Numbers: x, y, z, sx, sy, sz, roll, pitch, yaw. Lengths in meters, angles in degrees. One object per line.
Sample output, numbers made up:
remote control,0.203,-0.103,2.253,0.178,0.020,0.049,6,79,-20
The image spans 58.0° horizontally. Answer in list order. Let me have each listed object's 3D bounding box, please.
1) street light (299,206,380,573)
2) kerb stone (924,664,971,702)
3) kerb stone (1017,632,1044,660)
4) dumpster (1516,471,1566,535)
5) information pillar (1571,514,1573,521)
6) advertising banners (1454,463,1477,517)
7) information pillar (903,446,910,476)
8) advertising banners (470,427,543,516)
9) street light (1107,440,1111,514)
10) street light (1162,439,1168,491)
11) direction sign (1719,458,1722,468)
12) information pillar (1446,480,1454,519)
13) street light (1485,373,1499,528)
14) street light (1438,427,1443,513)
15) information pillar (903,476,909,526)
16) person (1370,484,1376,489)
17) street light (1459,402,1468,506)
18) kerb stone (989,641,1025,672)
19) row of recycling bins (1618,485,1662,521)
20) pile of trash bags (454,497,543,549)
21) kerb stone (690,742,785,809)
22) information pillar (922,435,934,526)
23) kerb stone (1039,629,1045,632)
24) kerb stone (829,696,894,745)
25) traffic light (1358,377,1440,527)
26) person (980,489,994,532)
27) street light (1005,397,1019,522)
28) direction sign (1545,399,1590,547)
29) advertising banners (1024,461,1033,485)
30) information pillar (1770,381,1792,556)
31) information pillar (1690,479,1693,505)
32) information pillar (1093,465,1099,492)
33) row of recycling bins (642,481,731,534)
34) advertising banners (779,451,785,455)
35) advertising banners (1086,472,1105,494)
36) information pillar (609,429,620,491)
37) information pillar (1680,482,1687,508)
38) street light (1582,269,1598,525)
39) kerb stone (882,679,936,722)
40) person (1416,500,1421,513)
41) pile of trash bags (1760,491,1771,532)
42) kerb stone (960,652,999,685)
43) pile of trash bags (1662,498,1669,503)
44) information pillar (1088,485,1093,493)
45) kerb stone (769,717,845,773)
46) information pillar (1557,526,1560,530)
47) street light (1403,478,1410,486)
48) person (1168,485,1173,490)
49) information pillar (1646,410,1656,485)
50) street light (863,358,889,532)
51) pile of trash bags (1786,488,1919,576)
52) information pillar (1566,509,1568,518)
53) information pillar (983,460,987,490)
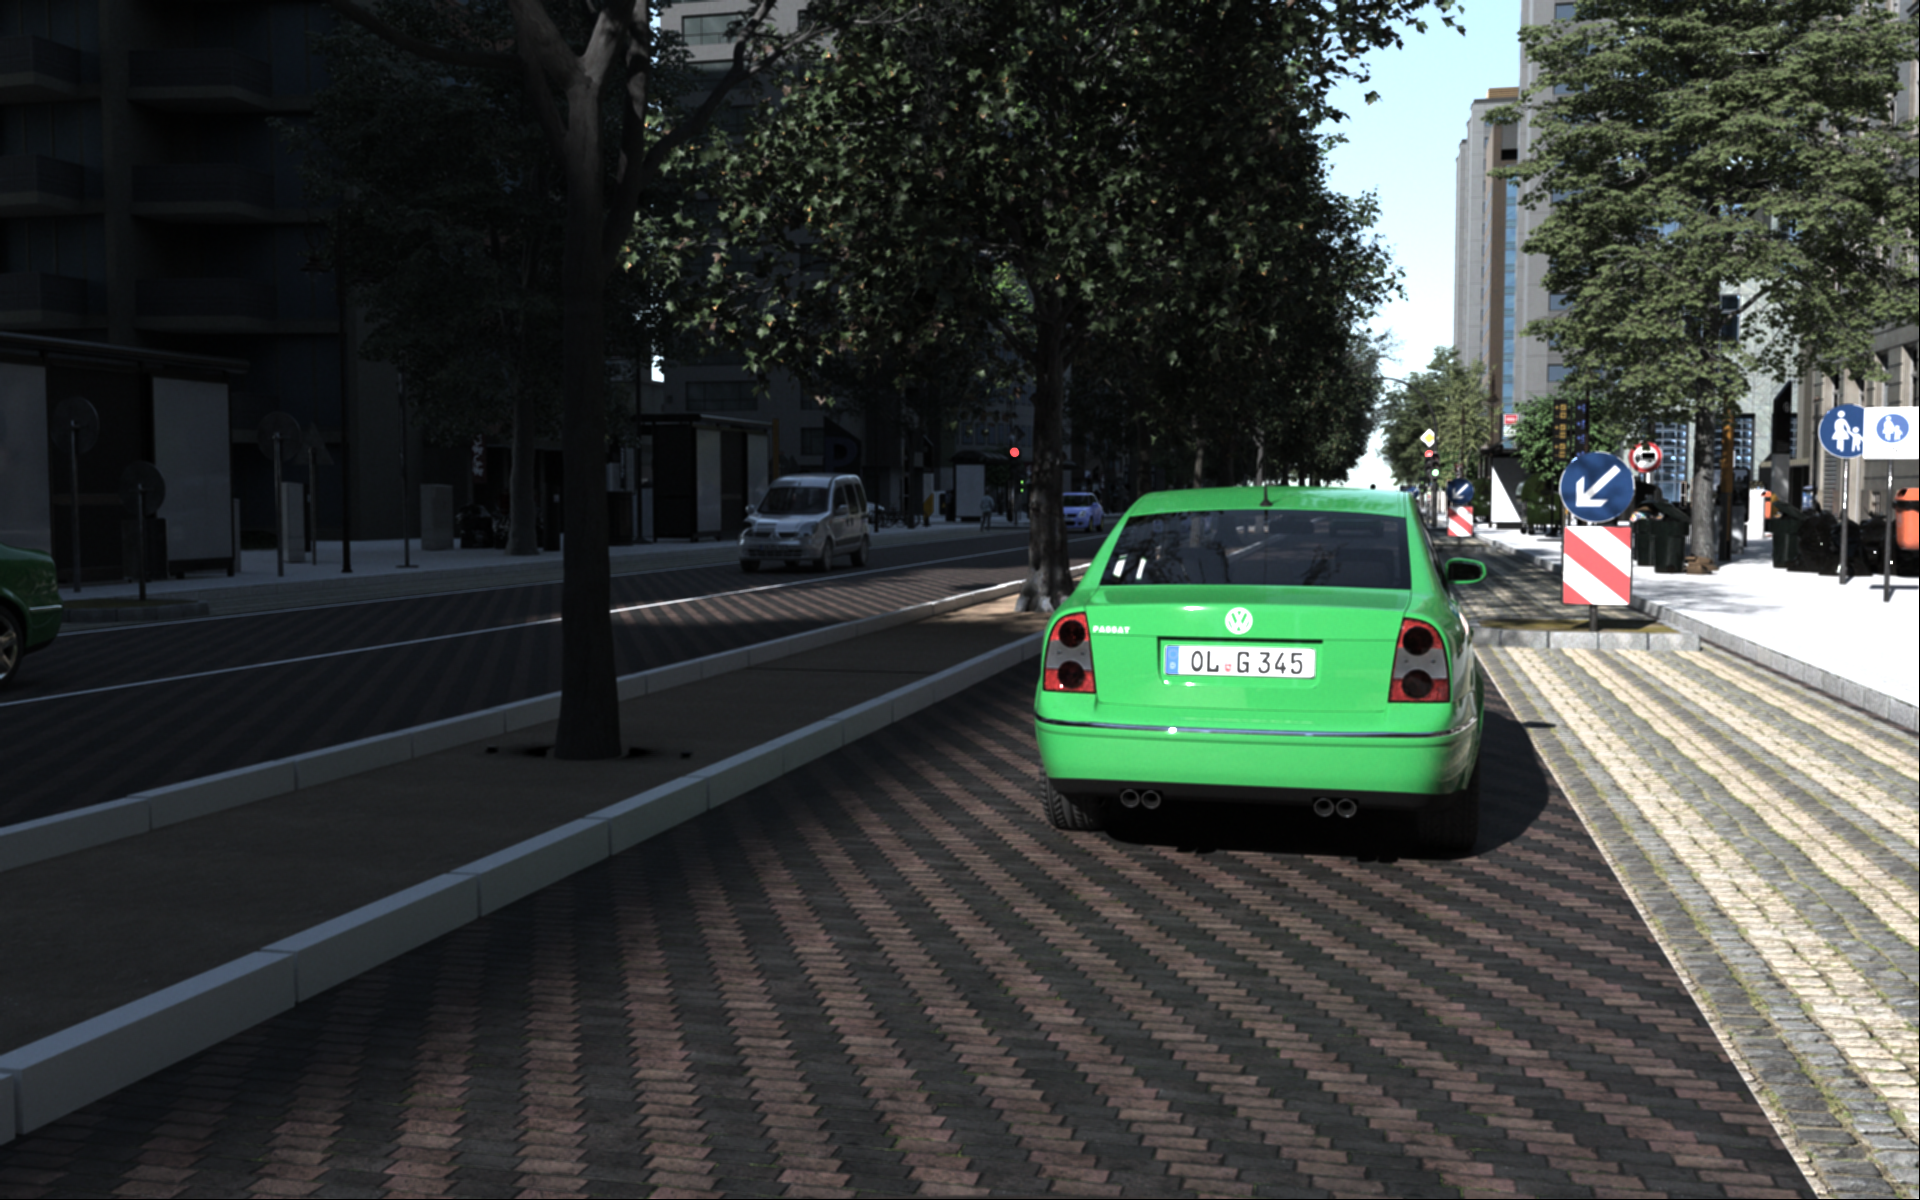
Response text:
street light,-10.025,-3.385,28.140,0.468,5.910,1.993,1,4,13
kerb stone,-0.114,0.601,12.363,0.120,0.150,1.000,1,4,13
kerb stone,0.603,0.421,15.356,0.120,0.150,1.000,1,4,13
dumpster,18.358,-3.181,54.503,1.502,2.255,1.985,1,4,13
information pillar,29.281,-4.770,82.485,0.304,2.012,0.304,1,4,17
advertising banners,28.461,-6.109,96.063,2.074,3.025,0.090,1,4,15
information pillar,-2.633,-5.754,85.433,0.183,3.616,0.504,3,5,41
advertising banners,-11.758,-2.976,44.839,2.074,3.025,0.090,-3,4,-38
street light,9.295,-8.317,108.769,0.468,5.910,1.993,1,4,13
street light,16.488,-10.130,138.417,0.468,5.910,1.993,1,4,13
direction sign,47.905,-7.115,108.333,0.876,3.537,0.379,1,4,15
information pillar,25.267,-5.187,89.296,0.304,2.012,0.304,3,4,38
street light,20.277,-5.704,66.044,0.468,5.910,1.993,1,4,13
street light,32.546,-8.842,117.347,0.468,5.910,1.993,1,4,13
information pillar,-2.099,-4.024,70.278,0.304,2.012,0.304,2,4,31
person,15.216,-3.371,63.792,0.419,1.800,0.721,1,4,21
street light,25.249,-6.988,87.035,0.468,5.910,1.993,1,4,13
kerb stone,0.358,0.479,14.364,0.120,0.150,1.000,1,4,13
row of recycling bins,31.451,-4.533,81.234,1.069,1.692,3.534,-2,4,-25
pile of trash bags,-11.484,-1.948,41.601,3.447,1.369,1.912,2,4,25
kerb stone,-1.078,0.846,8.362,0.120,0.150,1.000,1,4,13
information pillar,-1.270,-4.749,68.997,0.504,3.616,0.183,3,5,41
kerb stone,0.844,0.358,16.350,0.120,0.150,1.000,1,4,13
kerb stone,-0.601,0.724,10.367,0.120,0.150,1.000,1,4,13
traffic light,16.260,-5.662,67.234,4.771,5.953,1.251,1,4,13
person,1.009,-3.297,64.213,0.589,1.601,0.330,2,4,28
street light,2.332,-6.510,79.221,0.468,5.910,1.993,1,4,13
direction sign,14.623,-3.028,41.507,0.876,3.537,0.379,0,4,-2
advertising banners,4.425,-5.891,92.501,2.074,3.025,0.090,0,4,6
information pillar,16.929,-2.713,35.711,0.504,3.616,0.183,-2,4,-30
information pillar,36.760,-5.033,86.774,0.304,2.012,0.304,1,4,13
information pillar,10.826,-8.972,138.042,0.504,3.616,0.183,0,4,2
row of recycling bins,-8.231,-2.857,53.820,3.534,1.692,1.069,-2,4,-24
advertising banners,-7.656,-4.522,70.130,0.090,3.025,2.074,2,4,27
advertising banners,10.578,-8.617,137.070,2.074,3.025,0.090,-1,4,-10
information pillar,-9.134,-3.330,45.803,0.183,3.616,0.504,1,4,14
information pillar,44.071,-6.175,105.460,0.304,2.012,0.304,3,5,41
street light,12.919,-3.846,35.676,0.468,5.910,1.993,1,4,13
kerb stone,-0.358,0.663,11.360,0.120,0.150,1.000,1,4,13
person,14.864,-2.643,56.395,0.352,1.250,0.332,3,4,37
pile of trash bags,26.811,-2.999,58.791,1.912,1.369,3.447,0,4,1
kerb stone,0.119,0.541,13.358,0.120,0.150,1.000,1,4,13
pile of trash bags,35.079,-4.796,88.173,1.912,1.369,3.447,2,4,26
information pillar,11.139,-8.772,147.912,0.304,2.012,0.304,0,4,-8
kerb stone,-0.843,0.787,9.365,0.120,0.150,1.000,1,4,13
information pillar,21.471,-4.328,62.117,0.183,3.616,0.504,2,4,24
street light,62.384,-16.432,241.457,0.468,5.910,1.993,1,4,13
person,9.368,-4.201,77.062,0.514,1.842,0.818,1,4,10
information pillar,18.553,-3.376,46.555,0.183,3.616,0.504,3,4,37
street light,-2.810,-5.212,58.009,0.468,5.910,1.993,1,4,13
pile of trash bags,14.462,-1.071,27.267,1.912,1.369,3.447,1,4,9
information pillar,31.995,-6.137,91.695,0.504,3.616,0.183,-2,4,-24
information pillar,1.628,-7.513,114.199,0.183,3.616,0.504,-2,4,-32
